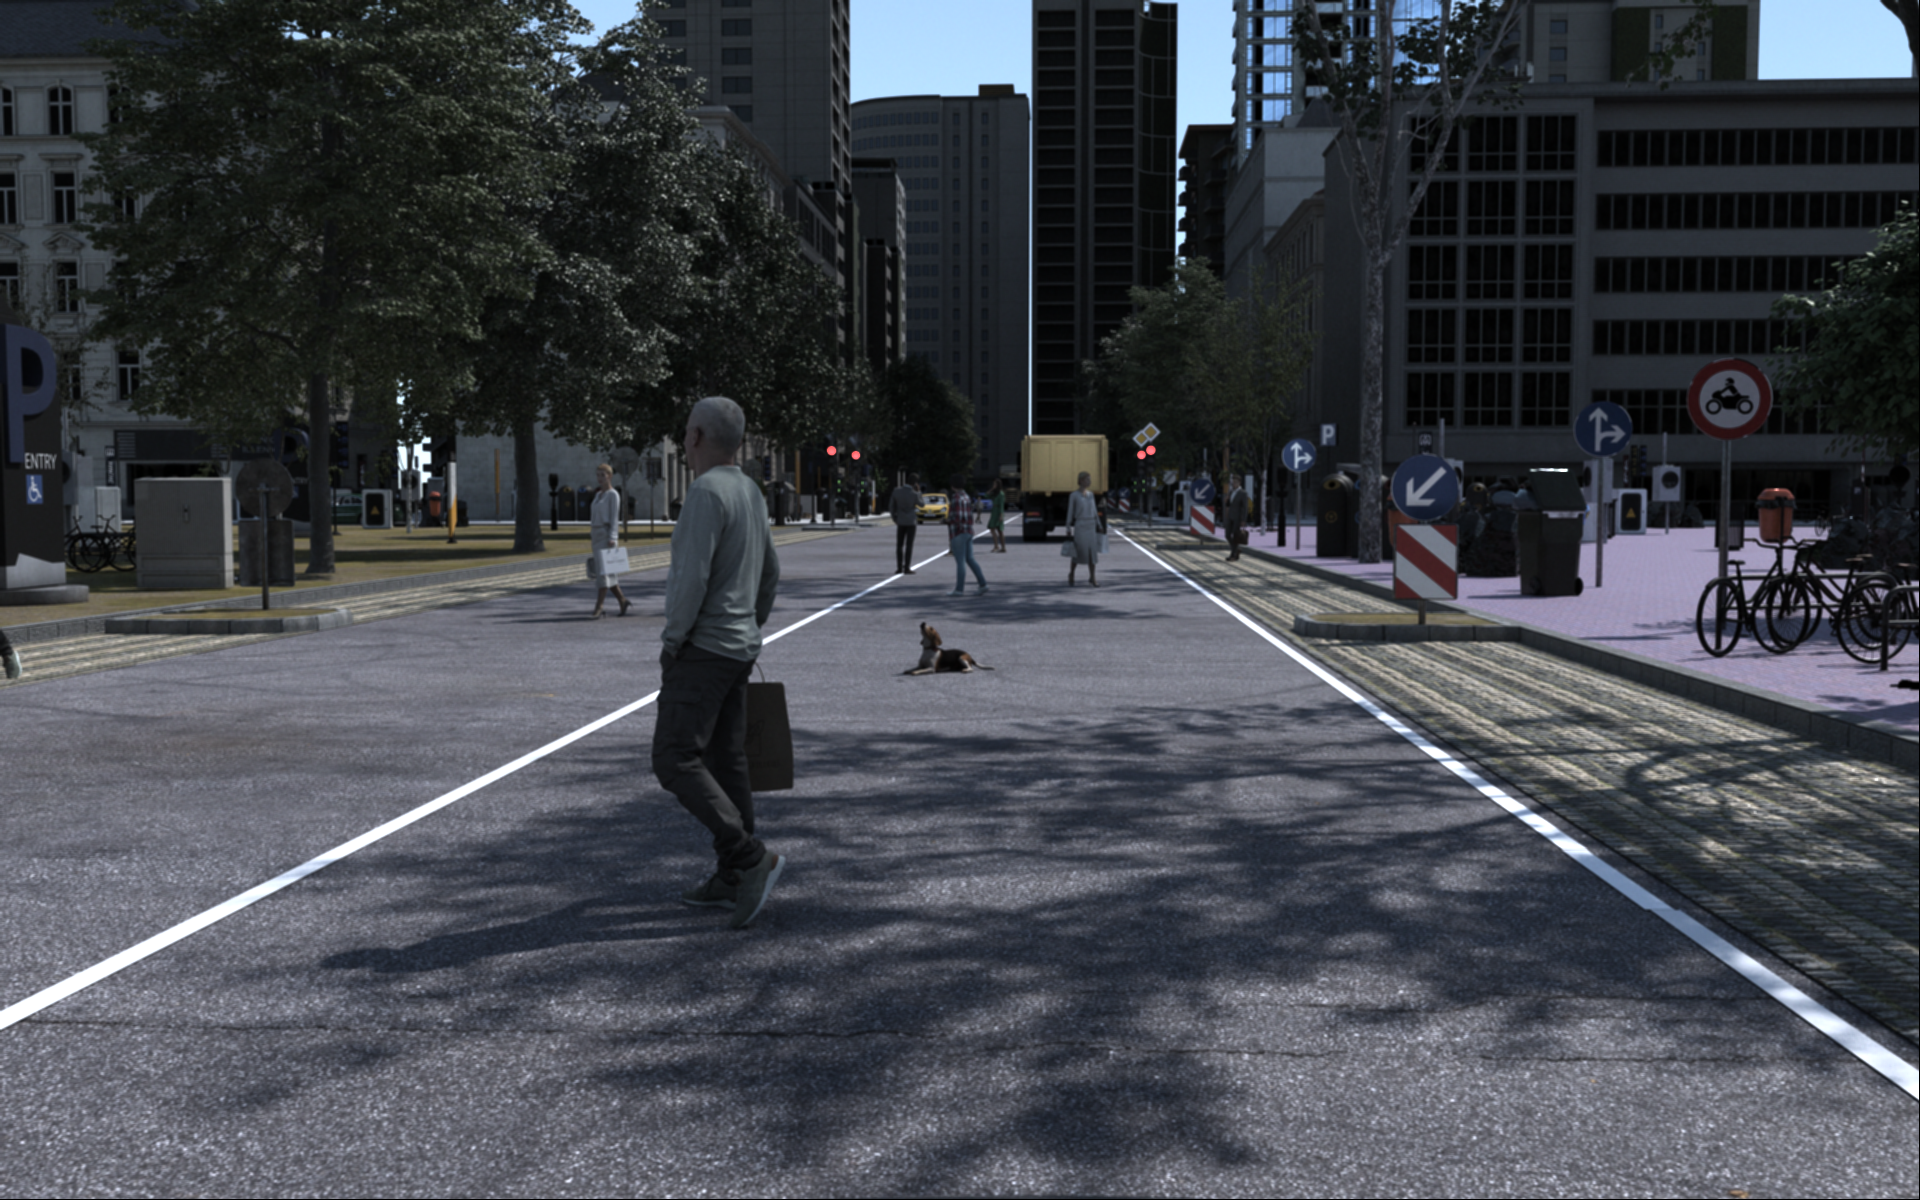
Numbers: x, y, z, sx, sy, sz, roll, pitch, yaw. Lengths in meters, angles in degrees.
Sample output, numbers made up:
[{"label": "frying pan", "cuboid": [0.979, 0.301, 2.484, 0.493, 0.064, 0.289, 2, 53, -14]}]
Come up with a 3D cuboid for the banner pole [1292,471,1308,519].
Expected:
[{"label": "banner pole", "cuboid": [17.490, -6.066, 89.195, 0.863, 3.779, 0.401, 1, 4, 21]}]

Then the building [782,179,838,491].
[{"label": "building", "cuboid": [-18.168, -21.016, 137.118, 14.314, 27.812, 24.014, 0, 4, 3]}]

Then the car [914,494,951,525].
[{"label": "car", "cuboid": [-1.268, -4.421, 82.512, 2.015, 1.641, 3.980, 0, 4, 4]}]

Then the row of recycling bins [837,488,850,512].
[{"label": "row of recycling bins", "cuboid": [-9.481, -7.106, 123.301, 3.534, 1.692, 1.069, 1, 4, 12]}]

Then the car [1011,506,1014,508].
[{"label": "car", "cuboid": [4.669, -10.206, 178.672, 2.131, 1.459, 4.920, 0, 4, 3]}]

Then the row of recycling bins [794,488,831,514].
[{"label": "row of recycling bins", "cuboid": [-10.280, -6.494, 113.292, 3.534, 1.692, 1.069, -2, 4, -34]}]

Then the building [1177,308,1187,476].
[{"label": "building", "cuboid": [38.303, -29.125, 247.896, 14.107, 30.474, 14.160, 0, 4, 3]}]

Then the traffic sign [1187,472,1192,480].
[{"label": "traffic sign", "cuboid": [13.472, -6.230, 101.863, 0.884, 2.594, 0.081, 1, 4, 11]}]

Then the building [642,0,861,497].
[{"label": "building", "cuboid": [-19.643, -45.132, 176.161, 20.563, 71.187, 20.611, 0, 4, 3]}]

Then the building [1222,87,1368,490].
[{"label": "building", "cuboid": [27.302, -21.840, 134.579, 11.434, 29.767, 29.804, 0, 4, 3]}]

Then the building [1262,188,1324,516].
[{"label": "building", "cuboid": [26.025, -16.712, 109.398, 11.583, 22.565, 21.152, 0, 4, 3]}]

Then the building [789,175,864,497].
[{"label": "building", "cuboid": [-17.028, -23.730, 159.693, 14.160, 30.474, 14.107, 0, 4, 3]}]

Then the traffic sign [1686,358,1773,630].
[{"label": "traffic sign", "cuboid": [7.218, -0.992, 16.333, 0.768, 2.556, 0.104, 0, 4, 8]}]

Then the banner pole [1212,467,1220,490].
[{"label": "banner pole", "cuboid": [20.379, -9.082, 138.511, 0.863, 3.779, 0.401, -1, 4, -14]}]

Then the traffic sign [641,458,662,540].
[{"label": "traffic sign", "cuboid": [-8.641, -2.842, 48.589, 0.606, 2.300, 0.079, 0, 4, 7]}]

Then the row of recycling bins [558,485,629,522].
[{"label": "row of recycling bins", "cuboid": [-17.219, -4.542, 81.376, 3.534, 1.692, 1.069, 1, 4, 13]}]

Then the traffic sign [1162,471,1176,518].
[{"label": "traffic sign", "cuboid": [11.359, -5.747, 94.069, 0.768, 2.556, 0.104, 1, 4, 9]}]

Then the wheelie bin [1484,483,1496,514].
[{"label": "wheelie bin", "cuboid": [9.737, -1.404, 30.868, 0.693, 1.594, 0.980, 0, 4, -1]}]

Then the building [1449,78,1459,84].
[{"label": "building", "cuboid": [60.441, -43.248, 249.100, 28.212, 58.520, 21.231, 0, 4, 3]}]

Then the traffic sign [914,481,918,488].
[{"label": "traffic sign", "cuboid": [-3.989, -9.163, 149.928, 0.768, 2.556, 0.104, 0, 4, 6]}]

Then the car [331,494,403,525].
[{"label": "car", "cuboid": [-25.991, -3.743, 72.993, 4.920, 1.459, 2.131, 0, 4, 4]}]

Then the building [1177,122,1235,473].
[{"label": "building", "cuboid": [36.786, -33.498, 202.321, 22.147, 44.769, 28.867, 0, 4, 3]}]

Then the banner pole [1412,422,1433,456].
[{"label": "banner pole", "cuboid": [16.101, -4.317, 60.594, 0.863, 3.779, 0.401, 1, 4, 11]}]

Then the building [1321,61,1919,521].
[{"label": "building", "cuboid": [34.692, -16.487, 88.624, 30.058, 24.678, 14.314, 0, 4, 3]}]

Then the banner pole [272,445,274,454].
[{"label": "banner pole", "cuboid": [-30.521, -5.377, 77.935, 0.863, 3.779, 0.401, -1, 4, -9]}]

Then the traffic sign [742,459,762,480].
[{"label": "traffic sign", "cuboid": [-7.522, -3.825, 62.648, 0.768, 2.556, 0.104, 1, 4, 12]}]

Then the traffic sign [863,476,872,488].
[{"label": "traffic sign", "cuboid": [-5.756, -6.562, 108.480, 0.795, 2.450, 0.064, 0, 4, 8]}]

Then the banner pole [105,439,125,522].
[{"label": "banner pole", "cuboid": [-38.644, -5.451, 79.141, 0.401, 3.779, 0.863, 2, 4, 32]}]

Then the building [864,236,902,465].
[{"label": "building", "cuboid": [-14.090, -25.855, 194.433, 14.160, 30.474, 14.107, 0, 4, 3]}]

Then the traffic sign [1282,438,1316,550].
[{"label": "traffic sign", "cuboid": [7.776, -2.426, 39.774, 0.768, 2.556, 0.104, 1, 4, 8]}]

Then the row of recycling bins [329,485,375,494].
[{"label": "row of recycling bins", "cuboid": [-28.850, -4.470, 80.201, 3.534, 1.692, 1.069, -3, 5, -40]}]

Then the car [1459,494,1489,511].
[{"label": "car", "cuboid": [21.204, -3.737, 71.319, 3.980, 1.641, 2.015, 0, 4, 3]}]

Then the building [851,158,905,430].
[{"label": "building", "cuboid": [-13.925, -32.358, 212.645, 14.086, 41.232, 14.154, 0, 4, 3]}]

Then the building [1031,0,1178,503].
[{"label": "building", "cuboid": [20.792, -49.675, 250.433, 20.611, 71.187, 20.563, 0, 4, 3]}]

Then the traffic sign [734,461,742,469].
[{"label": "traffic sign", "cuboid": [-8.715, -4.056, 66.416, 0.768, 2.556, 0.104, 1, 4, 10]}]

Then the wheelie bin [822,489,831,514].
[{"label": "wheelie bin", "cuboid": [-8.281, -6.216, 109.539, 0.693, 1.594, 0.980, 2, 4, 28]}]

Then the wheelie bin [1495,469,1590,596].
[{"label": "wheelie bin", "cuboid": [7.458, -0.862, 21.997, 0.980, 1.594, 0.693, -1, 4, -11]}]

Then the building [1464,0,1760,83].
[{"label": "building", "cuboid": [75.338, -40.452, 203.384, 28.212, 58.520, 21.231, 0, 4, 3]}]

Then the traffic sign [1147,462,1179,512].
[{"label": "traffic sign", "cuboid": [12.813, -7.007, 108.440, 2.265, 3.308, 0.079, 1, 4, 9]}]

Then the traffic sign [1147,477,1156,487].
[{"label": "traffic sign", "cuboid": [11.318, -6.142, 102.559, 0.606, 2.300, 0.079, 0, 4, 4]}]

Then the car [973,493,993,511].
[{"label": "car", "cuboid": [2.039, -8.235, 144.231, 1.945, 1.707, 3.694, 0, 4, 4]}]

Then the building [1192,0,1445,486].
[{"label": "building", "cuboid": [35.578, -52.489, 170.862, 22.319, 86.520, 31.000, 0, 4, 3]}]

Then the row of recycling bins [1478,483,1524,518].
[{"label": "row of recycling bins", "cuboid": [19.672, -3.330, 61.559, 3.534, 1.692, 1.069, 3, 4, 39]}]

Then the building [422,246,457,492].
[{"label": "building", "cuboid": [-57.658, -34.569, 215.315, 14.200, 45.320, 14.600, 0, 4, 3]}]

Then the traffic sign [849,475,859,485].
[{"label": "traffic sign", "cuboid": [-6.877, -6.882, 112.626, 0.768, 2.556, 0.104, 1, 4, 9]}]

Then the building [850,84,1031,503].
[{"label": "building", "cuboid": [-3.947, -43.472, 252.758, 28.212, 58.520, 21.231, 0, 4, 3]}]

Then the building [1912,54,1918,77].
[{"label": "building", "cuboid": [59.516, -16.329, 84.993, 19.932, 24.808, 12.078, 0, 4, 3]}]

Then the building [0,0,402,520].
[{"label": "building", "cuboid": [-54.617, -19.407, 93.720, 44.131, 29.872, 17.030, 0, 4, 3]}]

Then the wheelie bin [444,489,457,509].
[{"label": "wheelie bin", "cuboid": [-30.322, -5.839, 103.381, 0.693, 1.594, 0.980, 3, 5, 42]}]

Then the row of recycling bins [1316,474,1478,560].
[{"label": "row of recycling bins", "cuboid": [8.461, -1.666, 34.357, 1.069, 1.692, 3.534, -2, 4, -32]}]

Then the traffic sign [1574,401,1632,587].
[{"label": "traffic sign", "cuboid": [8.822, -1.452, 23.843, 0.768, 2.556, 0.104, 1, 4, 10]}]

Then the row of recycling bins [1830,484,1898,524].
[{"label": "row of recycling bins", "cuboid": [38.877, -4.107, 74.262, 3.534, 1.692, 1.069, -1, 4, -21]}]

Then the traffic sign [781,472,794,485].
[{"label": "traffic sign", "cuboid": [-8.108, -4.854, 81.495, 0.606, 2.300, 0.079, 0, 4, 8]}]

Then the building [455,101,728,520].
[{"label": "building", "cuboid": [-19.186, -14.583, 93.178, 10.420, 20.320, 16.860, 0, 4, 3]}]

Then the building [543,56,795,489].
[{"label": "building", "cuboid": [-19.399, -19.939, 113.386, 14.401, 28.519, 23.554, 0, 4, 3]}]

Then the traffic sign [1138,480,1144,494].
[{"label": "traffic sign", "cuboid": [13.749, -7.988, 130.606, 0.884, 2.594, 0.081, 1, 4, 9]}]
